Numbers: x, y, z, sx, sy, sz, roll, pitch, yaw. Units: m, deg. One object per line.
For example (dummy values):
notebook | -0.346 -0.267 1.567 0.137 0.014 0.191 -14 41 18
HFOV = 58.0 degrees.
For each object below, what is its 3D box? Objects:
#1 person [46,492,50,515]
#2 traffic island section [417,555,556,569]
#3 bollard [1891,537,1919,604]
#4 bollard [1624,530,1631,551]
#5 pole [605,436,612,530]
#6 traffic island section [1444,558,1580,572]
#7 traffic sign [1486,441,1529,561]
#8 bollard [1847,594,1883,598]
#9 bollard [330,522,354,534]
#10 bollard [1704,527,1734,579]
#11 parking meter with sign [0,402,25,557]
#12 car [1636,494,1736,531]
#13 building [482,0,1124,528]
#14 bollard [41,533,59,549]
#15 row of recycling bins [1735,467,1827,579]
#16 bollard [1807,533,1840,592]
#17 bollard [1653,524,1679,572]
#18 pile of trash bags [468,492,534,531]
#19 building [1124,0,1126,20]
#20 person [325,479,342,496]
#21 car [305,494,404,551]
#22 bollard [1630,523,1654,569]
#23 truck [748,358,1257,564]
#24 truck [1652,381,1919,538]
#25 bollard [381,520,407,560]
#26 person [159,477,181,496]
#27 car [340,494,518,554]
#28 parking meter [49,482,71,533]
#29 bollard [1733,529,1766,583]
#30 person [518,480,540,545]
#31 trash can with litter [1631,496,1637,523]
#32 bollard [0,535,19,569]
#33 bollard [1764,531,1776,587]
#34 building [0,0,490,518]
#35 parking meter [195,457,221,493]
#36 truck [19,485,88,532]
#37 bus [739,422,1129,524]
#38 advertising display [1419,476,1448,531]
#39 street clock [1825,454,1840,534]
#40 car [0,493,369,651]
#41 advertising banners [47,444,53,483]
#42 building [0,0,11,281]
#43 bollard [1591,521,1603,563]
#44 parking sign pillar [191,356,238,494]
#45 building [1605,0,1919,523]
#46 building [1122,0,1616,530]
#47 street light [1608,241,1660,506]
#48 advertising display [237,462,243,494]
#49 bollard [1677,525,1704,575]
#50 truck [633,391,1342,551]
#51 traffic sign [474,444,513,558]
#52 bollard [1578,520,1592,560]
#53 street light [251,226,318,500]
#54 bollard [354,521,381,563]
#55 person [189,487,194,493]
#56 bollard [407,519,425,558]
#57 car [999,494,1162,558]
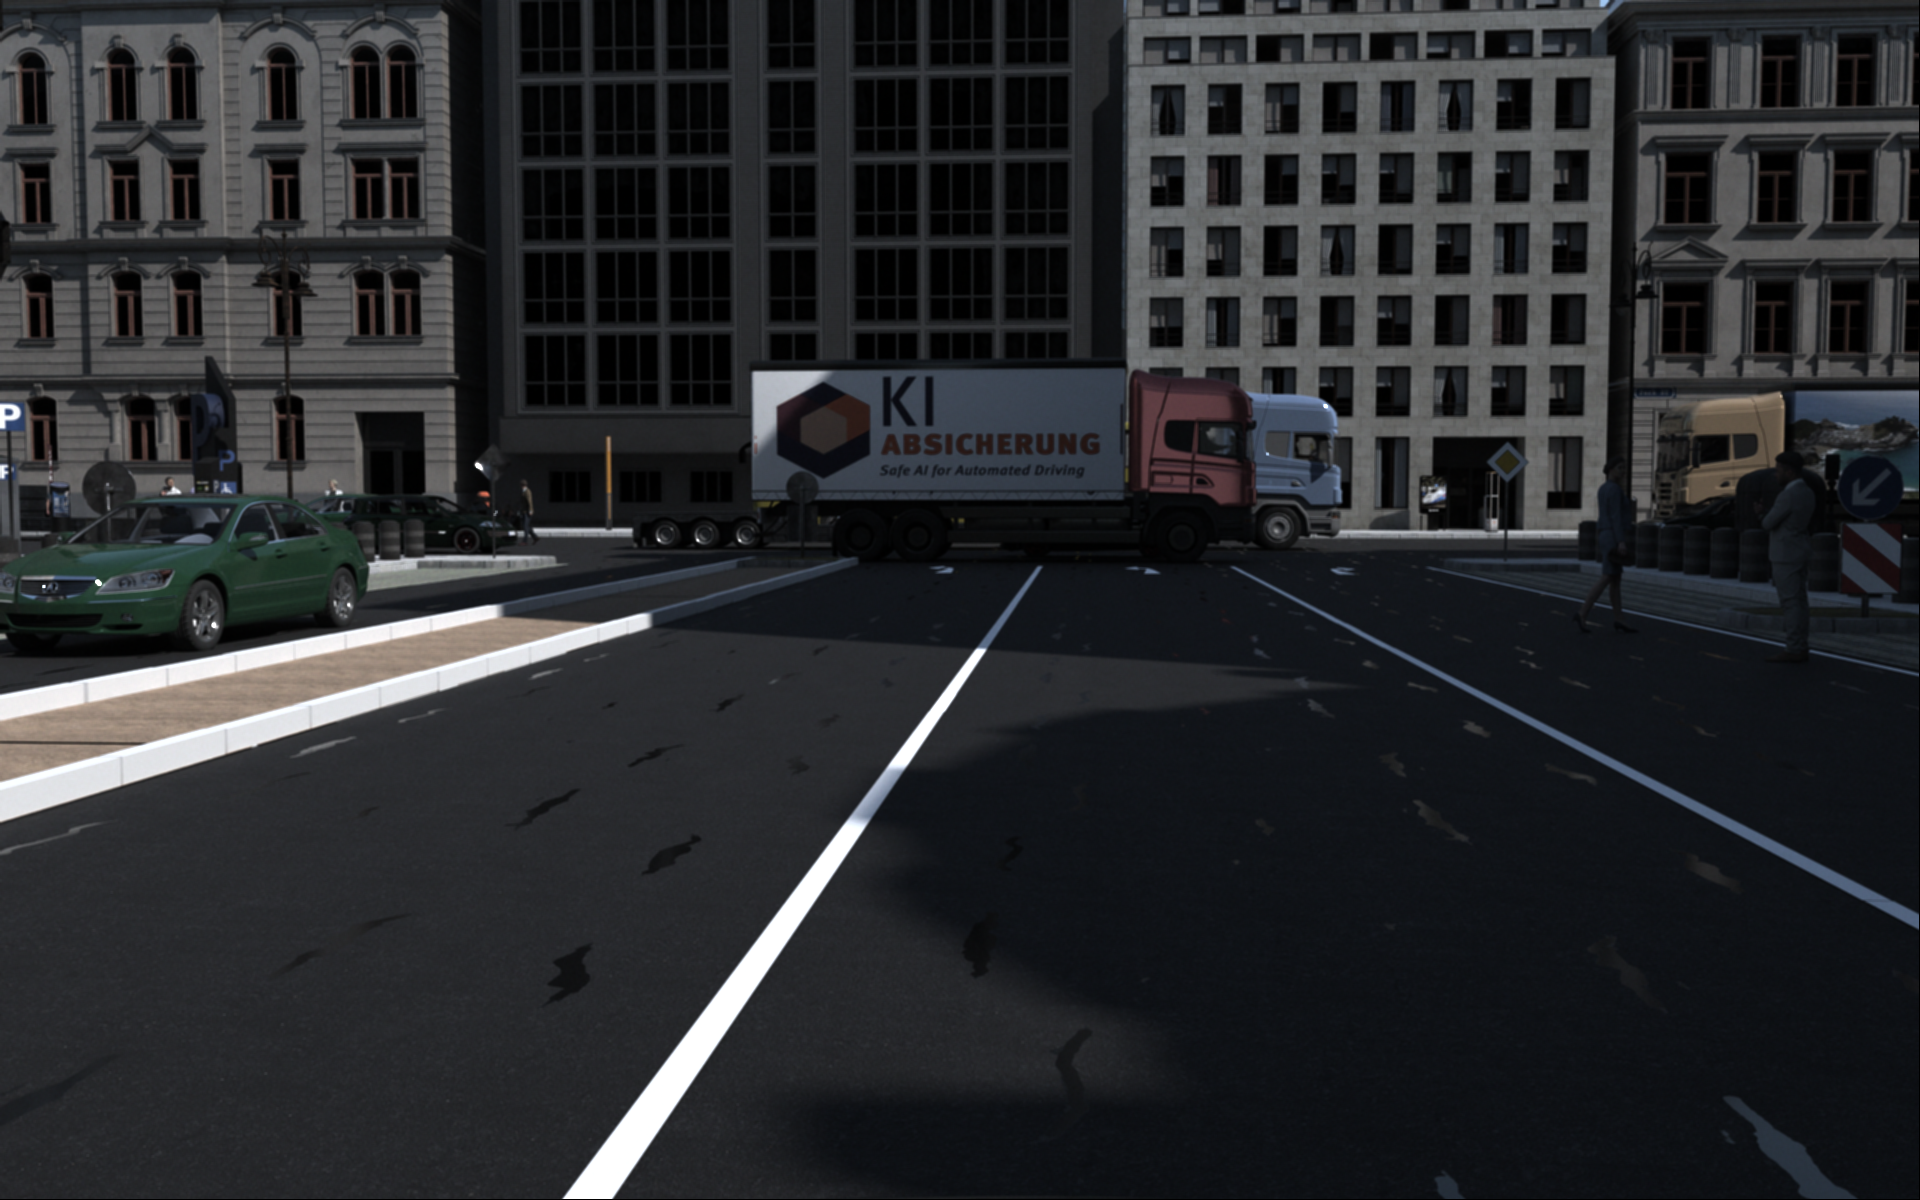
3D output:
person | -29.923 -2.980 57.352 0.598 1.807 0.434 -1 4 -18
traffic island section | -9.312 -0.750 34.551 2.009 0.180 2.903 0 4 4
bollard | 11.206 -0.347 20.397 0.404 0.777 0.398 0 3 0
bollard | 12.031 -1.009 31.222 0.404 0.777 0.398 0 3 0
pole | -12.448 -4.126 61.300 0.158 3.312 0.155 0 3 0
traffic island section | 10.422 -0.658 33.045 2.009 0.180 2.903 0 4 4
traffic sign | 10.398 -1.794 32.970 0.795 2.450 0.064 0 4 4
bollard | 11.297 -0.421 21.595 0.404 0.777 0.398 0 3 0
bollard | -11.302 -1.018 31.357 0.404 0.777 0.398 0 3 0
bollard | 11.662 -0.715 26.410 0.404 0.777 0.398 0 3 0
parking meter with sign | -18.497 -2.284 33.602 0.543 3.016 1.738 -2 4 -33
car | 17.448 -1.817 39.496 4.222 1.686 2.009 0 4 4
building | -5.507 -16.864 69.241 24.014 27.812 14.314 0 4 4
bollard | -11.939 -0.503 22.935 0.404 0.777 0.398 0 3 0
row of recycling bins | 12.923 -1.245 27.467 1.069 1.692 3.534 1 4 17
bollard | 11.388 -0.495 22.810 0.404 0.777 0.398 0 3 0
bollard | 11.846 -0.862 28.813 0.404 0.777 0.398 0 3 0
pile of trash bags | -16.309 -3.115 60.684 1.912 1.369 3.447 -2 4 -32
building | 17.911 -56.078 229.546 31.000 86.520 22.319 0 4 4
person | -17.323 -2.414 47.851 0.514 1.842 0.818 -2 4 -29
car | -15.984 -2.018 44.791 4.920 1.459 2.131 0 4 5
bollard | 11.937 -0.936 30.015 0.404 0.777 0.398 0 3 0
truck | 1.284 -2.943 37.037 11.283 4.237 2.839 0 4 6
truck | 23.146 -3.389 44.330 11.283 4.237 2.839 0 4 5
bollard | -11.120 -1.165 33.766 0.404 0.777 0.398 0 3 0
person | -18.473 -1.950 40.488 0.679 1.850 0.850 0 4 8
car | -12.914 -1.972 42.029 4.222 1.686 2.009 0 4 3
parking meter | -18.590 -1.675 35.793 0.372 1.533 0.369 0 3 0
bollard | 11.572 -0.642 25.212 0.404 0.777 0.398 0 3 0
person | -12.142 -2.457 48.586 0.656 1.842 0.836 2 4 33
trash can with litter | 22.102 -2.853 57.710 1.678 1.210 2.233 -2 4 -25
bollard | -12.033 -0.429 21.738 0.404 0.777 0.398 0 3 0
bollard | 11.483 -0.568 24.011 0.404 0.777 0.398 0 3 0
building | -29.634 -17.345 70.978 23.554 28.519 14.401 0 4 4
parking meter | -11.803 -1.315 27.207 0.255 1.863 0.399 0 4 1
truck | -27.797 -3.932 54.054 18.799 4.110 2.967 0 4 3
bus | -0.349 -3.717 52.312 12.252 3.916 2.896 0 4 2
advertising display | 16.552 -3.386 60.577 0.974 1.923 0.123 0 4 -7
street clock | 15.759 -1.637 31.331 0.358 2.002 0.471 2 4 25
car | -7.649 -0.340 17.359 2.131 1.459 4.920 0 4 5
advertising banners | -32.352 -4.030 62.071 0.090 3.025 2.074 -1 4 -12
building | -24.780 -9.511 22.954 16.811 18.784 16.820 0 4 4
bollard | 12.124 -1.083 32.420 0.404 0.777 0.398 0 3 0
parking sign pillar | -14.346 -2.745 33.355 1.447 3.967 1.447 -3 5 -41
building | 33.680 -13.968 64.540 21.152 22.565 11.583 0 4 4
building | 14.741 -12.933 66.204 16.860 20.320 10.420 0 4 4
street light | 12.370 -3.617 31.922 0.468 5.910 1.993 0 4 4
advertising display | -14.934 -1.843 35.351 0.974 1.923 0.123 3 5 39
bollard | 11.759 -0.789 27.612 0.404 0.777 0.398 0 3 0
truck | 1.021 -3.382 45.062 18.799 4.110 2.967 0 4 3
traffic sign | -9.288 -1.887 34.487 0.795 2.450 0.064 0 4 4
bollard | 12.215 -1.156 33.618 0.404 0.777 0.398 0 3 0
street light | -11.703 -3.509 30.163 0.468 5.910 1.993 0 4 4
bollard | -11.211 -1.091 32.555 0.404 0.777 0.398 0 3 0
person | -18.888 -2.131 43.212 0.599 1.838 0.709 -1 4 -11
bollard | -11.026 -1.239 34.980 0.404 0.777 0.398 0 3 0
car | 3.005 -1.815 39.461 4.222 1.686 2.009 0 4 6
